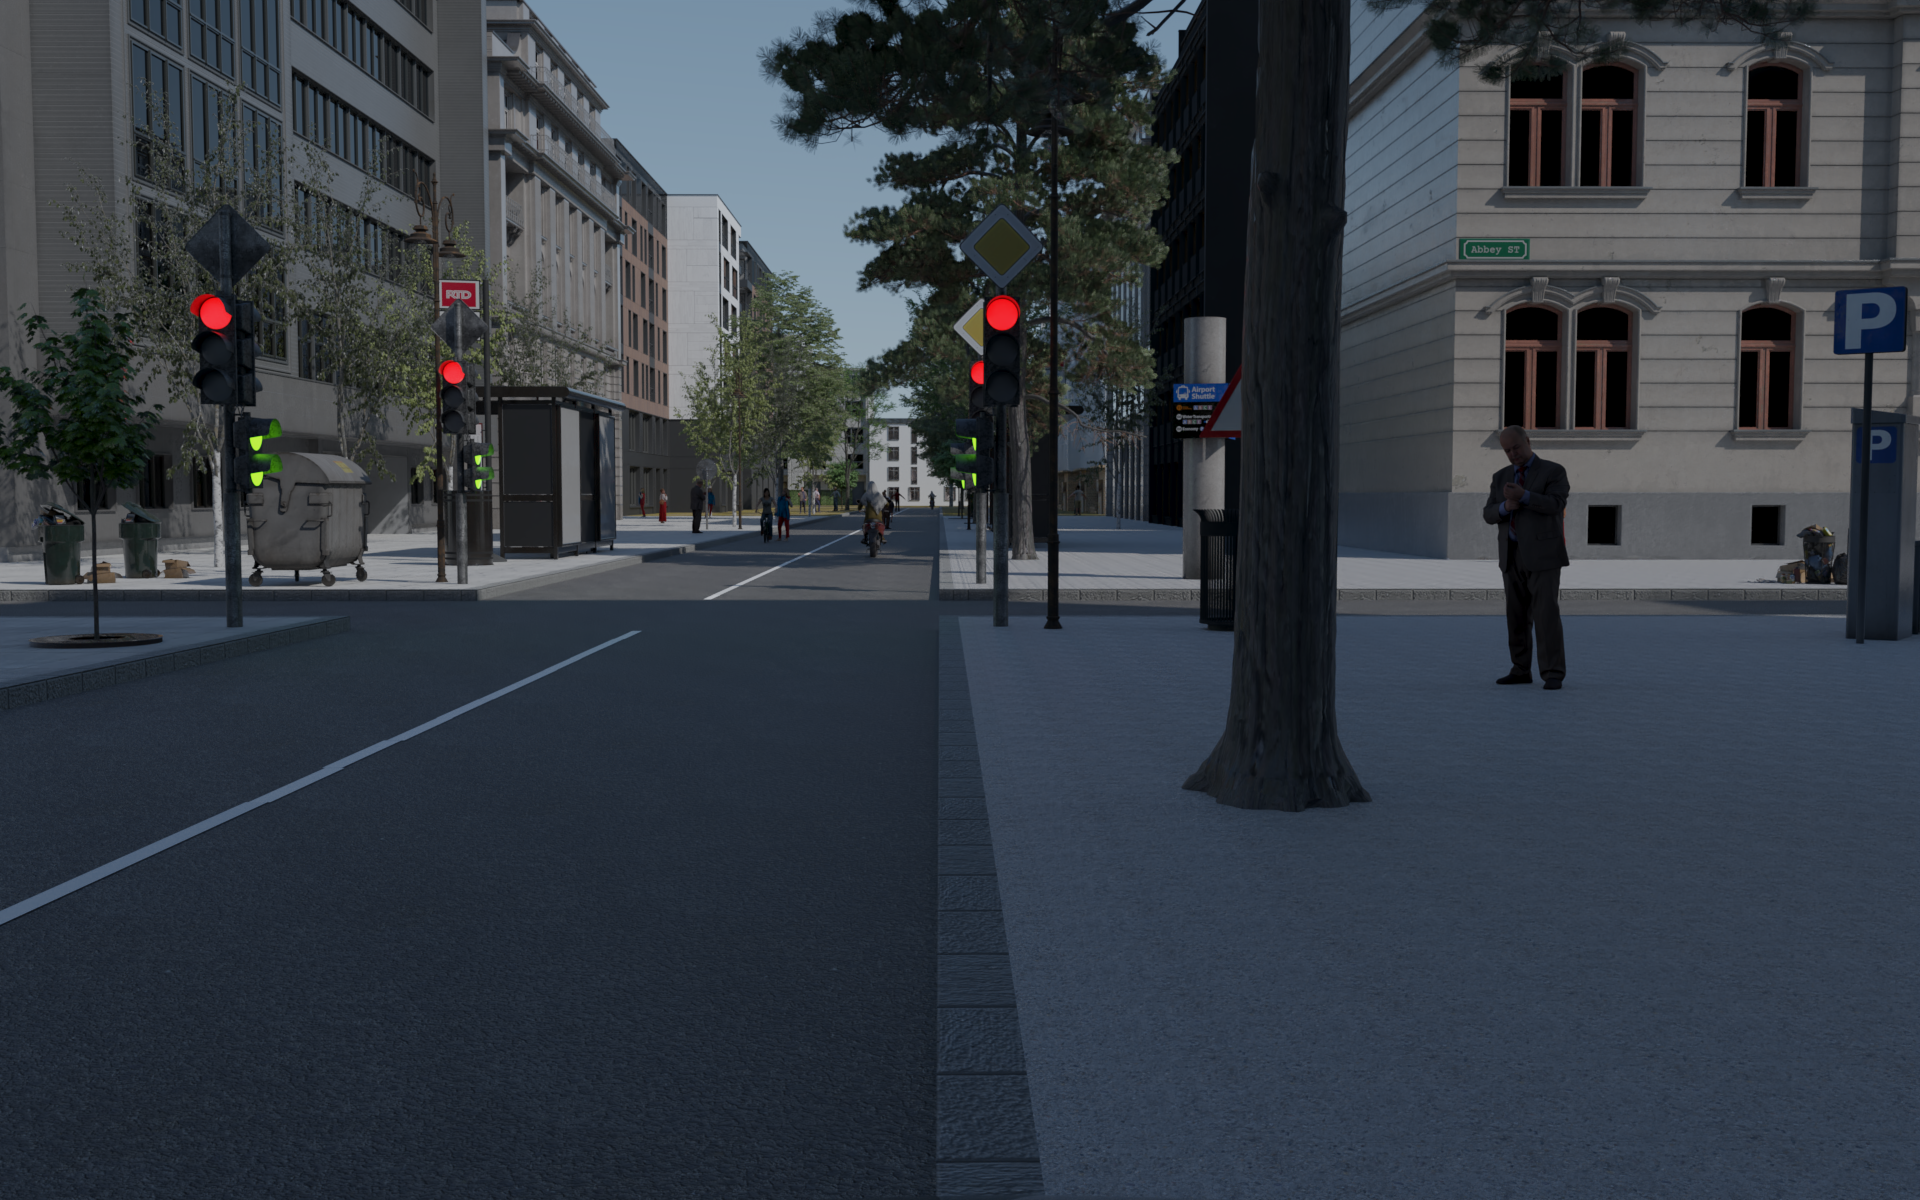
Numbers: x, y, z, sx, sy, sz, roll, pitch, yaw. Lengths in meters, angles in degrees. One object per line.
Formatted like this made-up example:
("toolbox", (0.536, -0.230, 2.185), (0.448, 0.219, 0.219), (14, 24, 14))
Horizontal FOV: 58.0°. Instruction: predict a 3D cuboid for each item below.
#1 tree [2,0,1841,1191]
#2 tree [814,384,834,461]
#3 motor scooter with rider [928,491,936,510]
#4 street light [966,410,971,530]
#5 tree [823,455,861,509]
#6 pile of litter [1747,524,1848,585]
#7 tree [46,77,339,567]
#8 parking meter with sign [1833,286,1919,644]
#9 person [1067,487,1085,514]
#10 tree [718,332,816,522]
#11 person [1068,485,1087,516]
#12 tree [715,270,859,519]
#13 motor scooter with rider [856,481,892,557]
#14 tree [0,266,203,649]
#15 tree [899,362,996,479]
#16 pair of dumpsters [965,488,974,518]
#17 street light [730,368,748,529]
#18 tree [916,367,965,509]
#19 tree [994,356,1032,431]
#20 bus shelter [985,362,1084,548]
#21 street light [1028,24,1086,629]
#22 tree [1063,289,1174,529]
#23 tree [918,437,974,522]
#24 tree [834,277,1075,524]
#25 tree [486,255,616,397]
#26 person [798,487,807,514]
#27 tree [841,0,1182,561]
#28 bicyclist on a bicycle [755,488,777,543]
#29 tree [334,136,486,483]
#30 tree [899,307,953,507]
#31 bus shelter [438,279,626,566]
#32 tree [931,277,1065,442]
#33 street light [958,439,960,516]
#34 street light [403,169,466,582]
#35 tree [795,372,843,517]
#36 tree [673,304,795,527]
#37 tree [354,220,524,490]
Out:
("tree", (1.179, -6.071, 6.684), (7.806, 13.903, 7.818), (0, 3, 0))
("tree", (-8.709, -12.774, 134.611), (9.928, 11.665, 9.643), (0, 3, 0))
("motor scooter with rider", (-2.522, -9.180, 159.065), (0.876, 1.779, 1.986), (0, 4, 1))
("street light", (0.320, -5.452, 61.932), (0.468, 5.910, 1.993), (0, 4, -1))
("tree", (-10.016, -10.033, 147.747), (4.285, 4.588, 4.351), (0, 3, 0))
("pile of litter", (12.324, -0.671, 24.944), (1.719, 0.858, 1.176), (3, 5, 42))
("tree", (-13.206, -4.870, 29.995), (4.360, 8.622, 3.978), (0, 3, 0))
("parking meter with sign", (8.249, -1.171, 15.400), (0.543, 3.016, 1.738), (3, 5, 40))
("person", (7.433, -6.321, 110.108), (1.217, 1.736, 0.721), (0, 4, 2))
("tree", (-8.498, -7.825, 78.303), (4.360, 8.622, 3.978), (0, 3, 0))
("person", (7.008, -5.926, 102.933), (1.348, 1.824, 0.705), (-2, 4, -29))
("tree", (-8.769, -10.404, 88.236), (7.486, 12.596, 7.792), (0, 3, 0))
("motor scooter with rider", (-1.951, -1.884, 39.775), (0.876, 1.779, 1.986), (0, 4, -1))
("tree", (-7.387, -1.241, 14.900), (1.663, 3.219, 1.824), (0, 3, 0))
("tree", (0.734, -13.124, 121.230), (9.857, 13.997, 8.962), (0, 3, 0))
("pair of dumpsters", (1.068, -5.667, 95.155), (1.574, 2.255, 4.436), (0, 4, -1))
("street light", (-7.994, -5.506, 62.813), (0.468, 5.910, 1.993), (0, 4, -1))
("tree", (-0.253, -13.984, 146.766), (7.486, 12.596, 7.792), (0, 3, 0))
("tree", (3.053, -8.066, 82.235), (4.360, 8.622, 3.978), (0, 3, 0))
("bus shelter", (1.858, -4.132, 45.188), (2.179, 5.291, 8.768), (0, 4, -1))
("street light", (0.887, -2.664, 16.343), (0.468, 5.910, 1.993), (0, 4, -1))
("tree", (5.780, -6.893, 63.065), (4.360, 8.622, 3.978), (0, 3, 0))
("tree", (0.054, -6.456, 89.264), (4.285, 4.588, 4.351), (0, 3, 0))
("tree", (0.887, -9.093, 74.422), (9.928, 11.665, 9.643), (0, 3, 0))
("tree", (-13.095, -6.331, 53.879), (4.360, 8.622, 3.978), (0, 3, 0))
("person", (-10.344, -6.559, 113.808), (0.617, 1.759, 0.750), (0, 4, -4))
("tree", (1.152, -6.822, 33.588), (6.751, 12.117, 7.091), (0, 3, 0))
("bicyclist on a bicycle", (-5.681, -2.500, 50.896), (1.499, 1.676, 1.625), (0, 4, -1))
("tree", (-12.317, -5.196, 35.322), (4.360, 8.622, 3.978), (0, 3, 0))
("tree", (-2.281, -19.429, 173.547), (12.611, 20.169, 13.585), (0, 3, 0))
("bus shelter", (-8.661, -3.515, 35.096), (2.179, 5.291, 8.768), (0, 4, 0))
("tree", (1.451, -6.277, 52.991), (4.737, 8.622, 4.395), (0, 3, 0))
("street light", (-0.062, -7.749, 99.482), (0.468, 5.910, 1.993), (0, 4, -1))
("street light", (-7.556, -3.198, 25.071), (0.468, 5.910, 1.993), (0, 4, -1))
("tree", (-8.793, -9.052, 98.366), (4.737, 8.622, 4.395), (0, 3, 0))
("tree", (-8.875, -7.179, 67.733), (4.737, 8.622, 4.395), (0, 3, 0))
("tree", (-13.802, -5.843, 45.891), (4.737, 8.622, 4.395), (0, 3, 0))
